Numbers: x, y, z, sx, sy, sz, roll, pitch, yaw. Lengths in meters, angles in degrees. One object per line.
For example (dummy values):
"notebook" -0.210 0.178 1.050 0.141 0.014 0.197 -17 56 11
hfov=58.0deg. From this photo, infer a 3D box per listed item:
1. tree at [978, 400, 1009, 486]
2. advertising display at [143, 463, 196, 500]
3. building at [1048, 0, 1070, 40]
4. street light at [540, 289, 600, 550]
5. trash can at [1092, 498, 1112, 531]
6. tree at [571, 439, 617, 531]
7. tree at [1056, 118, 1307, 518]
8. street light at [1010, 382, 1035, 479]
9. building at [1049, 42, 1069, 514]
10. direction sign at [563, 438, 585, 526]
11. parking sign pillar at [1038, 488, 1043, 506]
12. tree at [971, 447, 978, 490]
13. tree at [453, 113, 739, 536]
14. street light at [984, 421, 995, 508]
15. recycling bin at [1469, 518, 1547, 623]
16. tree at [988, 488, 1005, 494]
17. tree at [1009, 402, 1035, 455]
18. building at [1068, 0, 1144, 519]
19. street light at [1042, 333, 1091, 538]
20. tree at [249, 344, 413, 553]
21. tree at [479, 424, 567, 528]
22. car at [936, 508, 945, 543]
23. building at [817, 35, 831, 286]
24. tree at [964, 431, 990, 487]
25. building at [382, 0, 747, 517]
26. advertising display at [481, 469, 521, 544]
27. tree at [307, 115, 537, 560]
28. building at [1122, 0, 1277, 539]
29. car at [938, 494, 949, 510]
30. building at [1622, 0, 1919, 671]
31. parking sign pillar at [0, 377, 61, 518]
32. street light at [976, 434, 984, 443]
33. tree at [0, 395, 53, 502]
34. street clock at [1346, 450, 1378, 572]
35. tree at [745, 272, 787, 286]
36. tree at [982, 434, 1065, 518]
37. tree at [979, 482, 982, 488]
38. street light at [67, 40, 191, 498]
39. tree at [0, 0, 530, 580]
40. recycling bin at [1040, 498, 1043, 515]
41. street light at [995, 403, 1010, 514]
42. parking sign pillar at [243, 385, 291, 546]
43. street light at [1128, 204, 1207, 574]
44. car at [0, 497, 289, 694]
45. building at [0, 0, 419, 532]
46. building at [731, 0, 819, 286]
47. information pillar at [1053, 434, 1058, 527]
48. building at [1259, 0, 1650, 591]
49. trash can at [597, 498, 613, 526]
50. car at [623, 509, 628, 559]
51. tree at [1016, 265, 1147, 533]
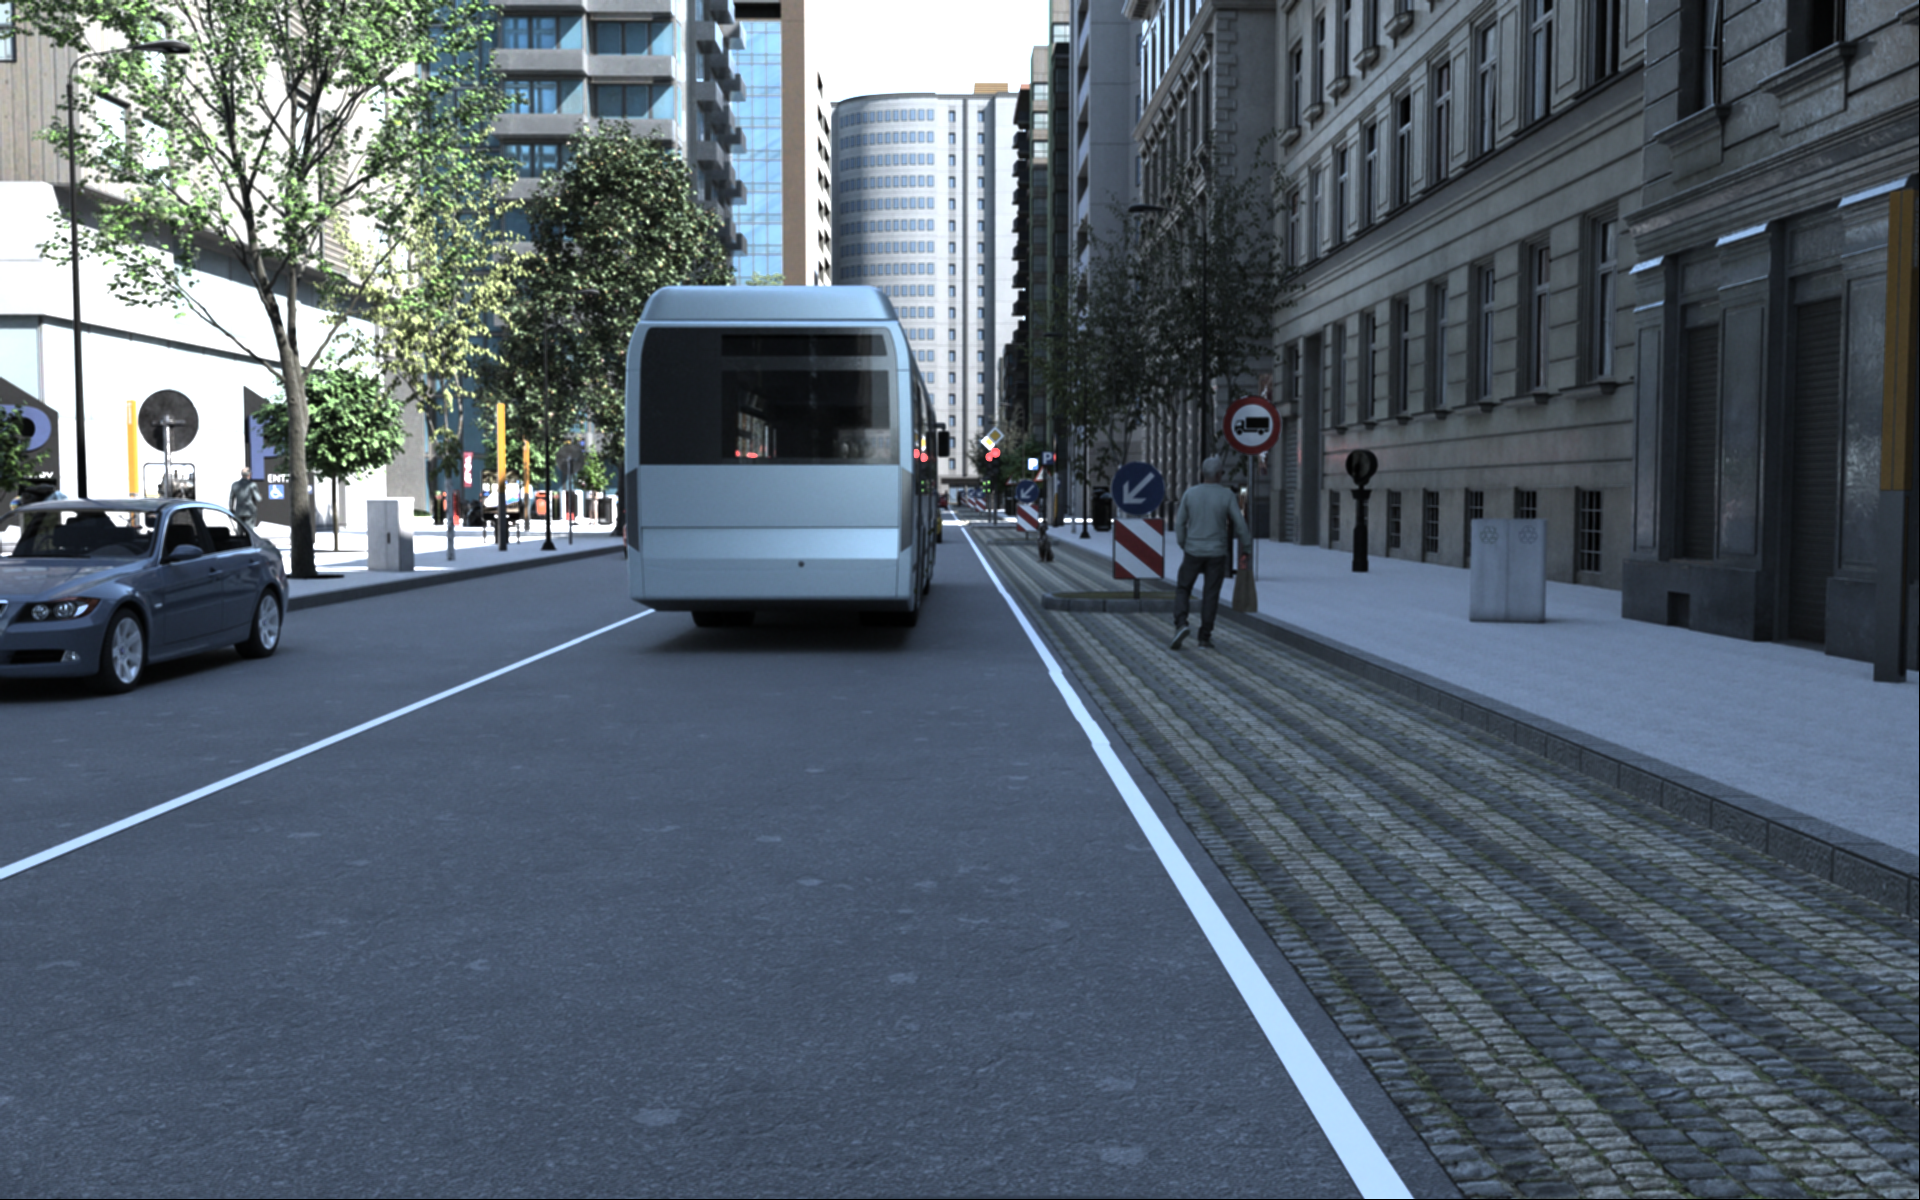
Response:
"tree" 3.883 -11.374 136.329 4.360 8.622 3.978 0 3 0
"advertising display" -16.267 -1.863 35.680 0.974 1.923 0.123 -2 4 -26
"building" 14.093 -28.047 142.167 14.154 41.232 14.086 0 4 -1
"street light" -8.873 -4.092 39.444 1.470 5.913 1.316 0 4 -1
"trash can" 4.920 -2.936 59.665 0.748 1.137 0.748 0 3 0
"tree" -12.848 -4.074 61.219 1.663 3.219 1.824 0 3 0
"tree" 4.829 -5.078 33.389 4.360 8.622 3.978 0 3 0
"street light" 2.957 -6.059 71.597 1.470 5.913 1.316 0 4 -1
"building" 12.807 -20.988 114.857 14.160 30.474 14.107 0 4 -1
"direction sign" -15.586 -4.772 70.015 0.876 3.537 0.379 -1 4 -17
"parking sign pillar" 5.426 -7.252 107.046 1.447 3.967 1.447 3 5 44
"tree" 3.308 -14.793 192.230 4.360 8.622 3.978 0 3 0
"tree" -10.328 -8.293 52.599 9.611 12.733 9.660 0 3 0
"street light" 2.468 -8.465 110.948 1.470 5.913 1.316 0 4 -1
"recycling bin" 5.572 -0.308 17.588 0.722 1.027 0.722 1 4 19
"tree" 3.409 -9.332 147.171 1.663 3.219 1.824 0 3 0
"tree" 4.257 -5.735 44.124 4.360 8.622 3.978 0 3 0
"building" 20.519 -33.617 91.642 28.212 58.520 21.231 0 4 -1
"street light" 3.079 -4.737 49.995 1.470 5.913 1.316 0 4 -1
"tree" -13.859 -3.337 38.280 4.285 4.588 4.351 0 3 0
"tree" -16.355 -4.990 65.301 4.285 4.588 4.351 0 3 0
"car" -1.425 -2.556 52.015 2.015 1.641 3.980 0 4 -2
"building" -25.156 -34.398 186.115 21.300 48.544 21.600 0 4 -1
"tree" 2.591 -15.209 199.022 4.737 8.622 4.395 0 3 0
"building" -25.554 -29.984 109.847 23.786 49.044 30.456 0 4 -1
"advertising display" -11.825 -2.411 44.631 0.974 1.923 0.123 -2 4 -23
"tree" -10.071 -5.067 33.202 4.737 8.622 4.395 0 3 0
"building" 11.984 -14.042 58.460 11.050 23.489 19.941 0 4 -1
"car" -2.103 -9.181 159.154 2.155 1.783 4.494 0 4 -2
"building" 11.642 -9.744 8.463 9.793 20.994 18.267 0 4 -1
"parking sign pillar" -20.485 -3.030 38.009 1.447 3.967 1.447 -2 4 -27
"street light" 2.193 -9.824 133.160 1.470 5.913 1.316 0 4 -1
"tree" -16.771 -2.191 30.422 1.663 3.219 1.824 0 3 0
"street clock" 6.610 -1.467 28.551 0.471 2.002 0.358 3 5 45
"tree" -9.933 -10.418 88.455 7.486 12.596 7.792 0 3 0
"tree" 3.950 -6.617 91.909 4.285 4.588 4.351 0 3 0
"tree" 2.737 -12.730 202.737 1.663 3.219 1.824 0 3 0
"street light" -8.565 -2.772 17.869 1.470 5.913 1.316 0 4 -1
"tree" -10.157 -6.139 26.128 9.928 11.665 9.643 0 3 0
"recycling bin" 5.054 -5.383 100.563 0.722 1.027 0.722 -1 4 -9
"street light" 2.693 -7.097 88.569 1.470 5.913 1.316 0 4 -1
"parking sign pillar" -17.060 -3.339 43.070 1.447 3.967 1.447 -2 4 -31
"street light" 3.389 -3.387 27.921 1.470 5.913 1.316 0 4 -1
"car" -6.889 -0.117 13.914 2.014 1.417 4.499 0 4 -2
"building" -34.068 -28.394 53.477 27.495 52.752 28.713 0 4 -1
"building" -19.305 -30.301 145.528 14.600 45.320 14.200 0 4 -1
"information pillar" 3.696 -4.620 66.888 0.183 3.616 0.504 0 4 -3
"building" 15.890 -12.189 32.571 16.112 22.955 30.059 0 4 -1
"trash can" -14.514 -3.618 70.808 0.748 1.137 0.748 0 3 0
"car" -6.544 -1.872 39.642 2.155 1.783 4.494 0 4 -1
"tree" 3.961 -6.500 56.630 4.737 8.622 4.395 0 3 0
